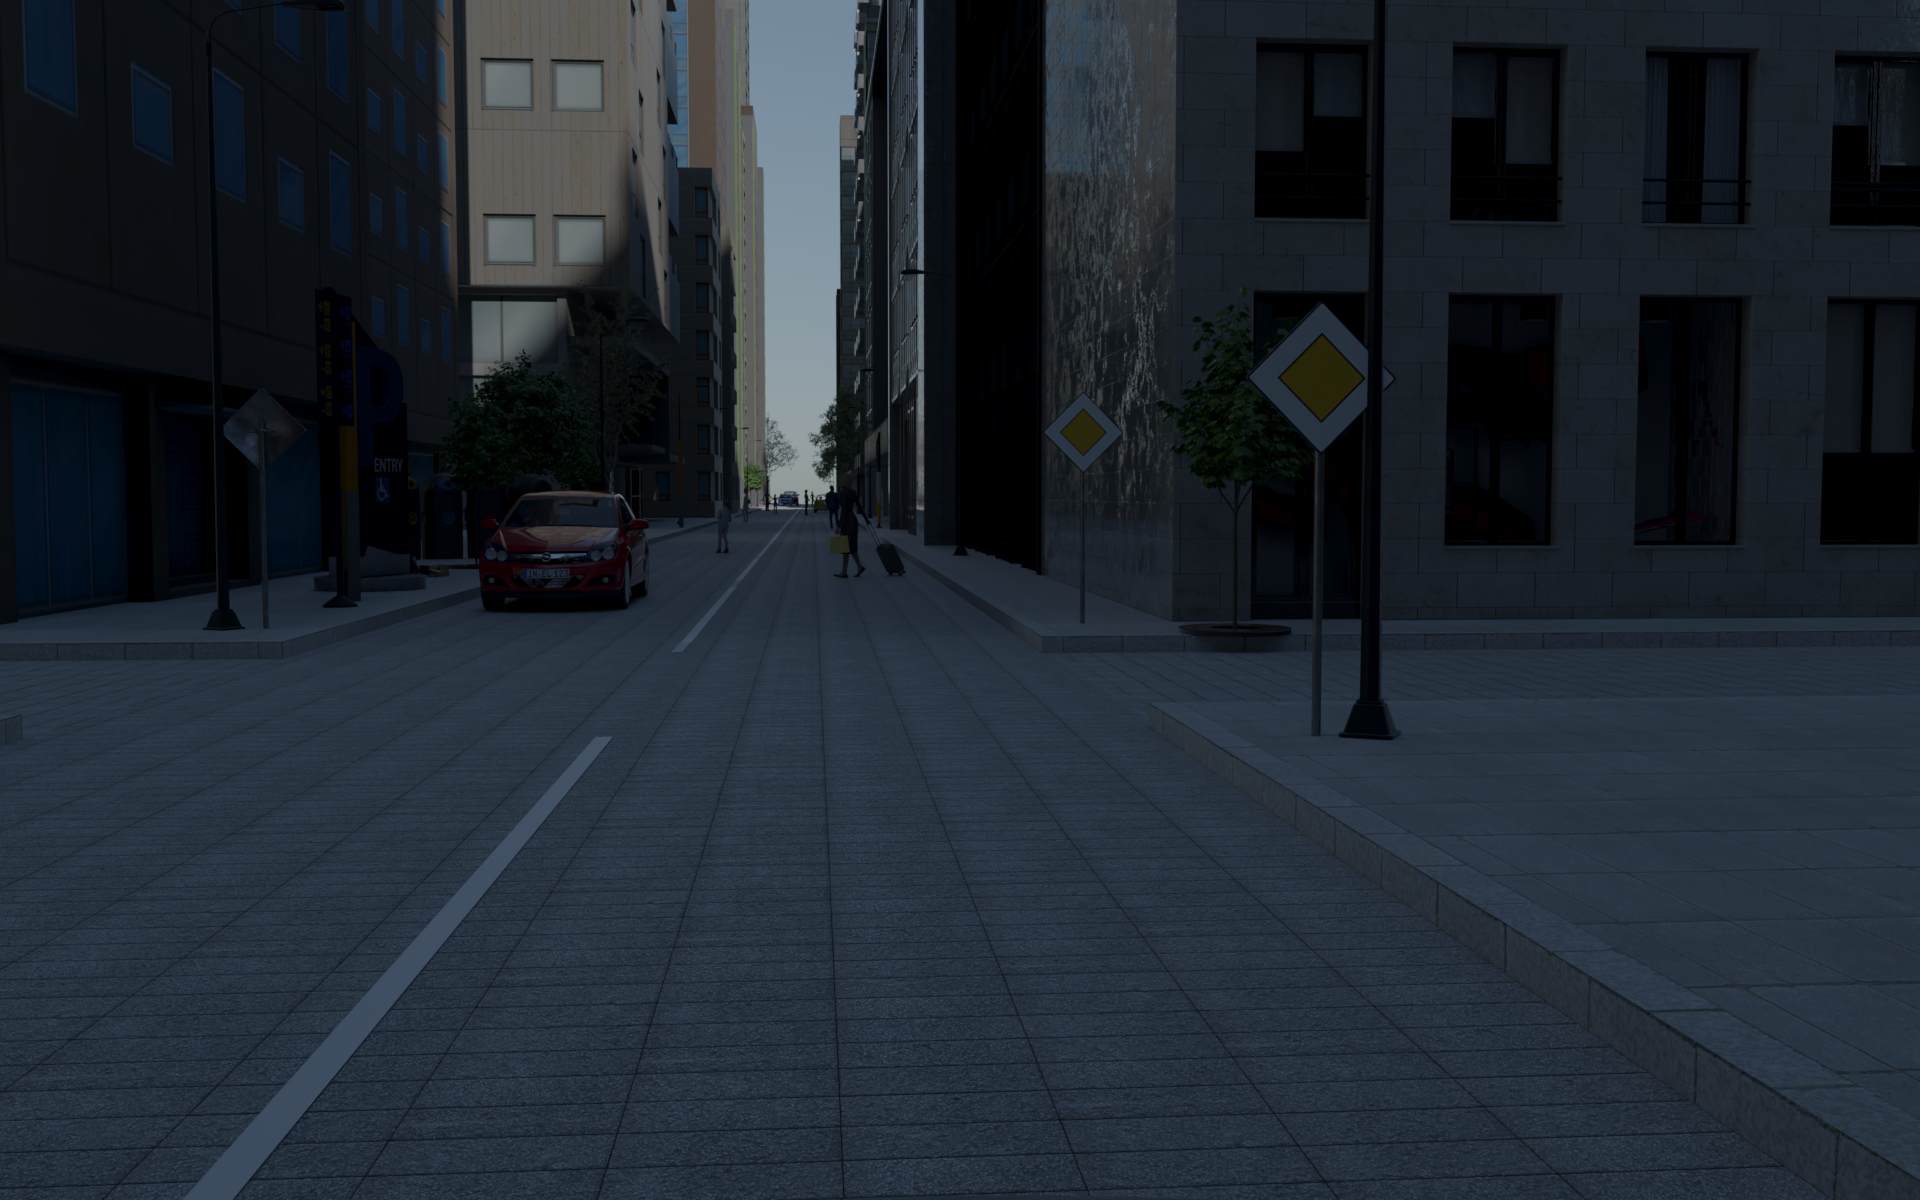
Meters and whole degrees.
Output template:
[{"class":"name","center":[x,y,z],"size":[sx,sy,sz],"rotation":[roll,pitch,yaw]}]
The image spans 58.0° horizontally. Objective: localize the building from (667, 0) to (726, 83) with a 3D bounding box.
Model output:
[{"class":"building","center":[-24.325,-29.132,126.413],"size":[14.600,45.320,14.200],"rotation":[0,4,-5]}]

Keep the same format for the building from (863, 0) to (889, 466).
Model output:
[{"class":"building","center":[3.250,-15.816,77.657],"size":[14.314,24.678,30.058],"rotation":[0,4,-5]}]

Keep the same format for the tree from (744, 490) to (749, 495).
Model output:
[{"class":"tree","center":[-21.872,-10.984,174.182],"size":[1.663,3.219,1.824],"rotation":[0,3,0]}]

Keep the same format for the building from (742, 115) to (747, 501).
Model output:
[{"class":"building","center":[-26.841,-28.841,155.149],"size":[14.154,41.232,14.086],"rotation":[0,4,-5]}]

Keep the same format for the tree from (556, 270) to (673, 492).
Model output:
[{"class":"tree","center":[-11.606,-6.554,57.523],"size":[4.360,8.622,3.978],"rotation":[0,3,0]}]

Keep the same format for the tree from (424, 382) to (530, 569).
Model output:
[{"class":"tree","center":[-8.333,-2.154,29.813],"size":[1.663,3.219,1.824],"rotation":[0,3,0]}]

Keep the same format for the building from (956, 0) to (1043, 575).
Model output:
[{"class":"building","center":[6.689,-12.560,35.036],"size":[12.332,23.373,15.834],"rotation":[0,4,-5]}]

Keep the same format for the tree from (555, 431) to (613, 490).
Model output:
[{"class":"tree","center":[-11.420,-3.482,51.524],"size":[1.663,3.219,1.824],"rotation":[0,3,0]}]

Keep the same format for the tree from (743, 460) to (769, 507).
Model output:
[{"class":"tree","center":[-20.017,-11.176,166.448],"size":[4.285,4.588,4.351],"rotation":[0,3,0]}]

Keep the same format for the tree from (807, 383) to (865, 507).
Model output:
[{"class":"tree","center":[-11.100,-15.967,178.062],"size":[9.611,12.733,9.660],"rotation":[0,3,0]}]

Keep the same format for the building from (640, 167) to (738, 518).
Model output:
[{"class":"building","center":[-28.115,-15.914,105.230],"size":[27.650,21.520,28.899],"rotation":[0,4,-5]}]

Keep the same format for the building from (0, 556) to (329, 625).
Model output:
[{"class":"building","center":[-16.448,-22.690,21.089],"size":[14.600,45.320,14.200],"rotation":[0,4,-5]}]

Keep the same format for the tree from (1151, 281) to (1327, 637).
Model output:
[{"class":"tree","center":[2.533,-1.296,15.795],"size":[1.663,3.219,1.824],"rotation":[0,3,0]}]

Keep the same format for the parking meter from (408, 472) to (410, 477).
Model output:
[{"class":"parking meter","center":[-12.778,-2.077,39.667],"size":[0.399,1.863,0.255],"rotation":[0,4,4]}]

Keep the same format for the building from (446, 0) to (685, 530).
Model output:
[{"class":"building","center":[-26.188,-29.540,72.214],"size":[28.713,52.752,27.495],"rotation":[0,4,-5]}]

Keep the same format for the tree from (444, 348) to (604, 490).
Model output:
[{"class":"tree","center":[-9.737,-3.377,38.923],"size":[4.285,4.588,4.351],"rotation":[0,3,0]}]

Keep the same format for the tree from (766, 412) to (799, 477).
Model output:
[{"class":"tree","center":[-28.055,-20.719,249.117],"size":[12.009,13.543,11.850],"rotation":[0,3,0]}]

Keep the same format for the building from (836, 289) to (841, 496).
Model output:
[{"class":"building","center":[-10.427,-28.878,243.850],"size":[14.160,30.474,14.107],"rotation":[0,4,-5]}]

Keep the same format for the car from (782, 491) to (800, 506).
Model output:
[{"class":"car","center":[-20.541,-12.296,209.709],"size":[2.281,1.827,5.304],"rotation":[0,4,-4]}]

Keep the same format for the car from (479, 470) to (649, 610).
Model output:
[{"class":"car","center":[-5.150,-0.844,22.846],"size":[2.155,1.783,4.494],"rotation":[0,4,-5]}]

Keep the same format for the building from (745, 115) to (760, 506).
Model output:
[{"class":"building","center":[-28.690,-30.433,181.169],"size":[14.154,41.232,14.086],"rotation":[0,4,-5]}]

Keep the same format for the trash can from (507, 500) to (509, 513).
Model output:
[{"class":"trash can","center":[-11.576,-1.934,43.272],"size":[0.748,1.137,0.748],"rotation":[0,3,0]}]

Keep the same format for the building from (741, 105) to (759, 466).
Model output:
[{"class":"building","center":[-29.900,-33.344,195.281],"size":[14.600,45.320,14.200],"rotation":[0,4,-5]}]

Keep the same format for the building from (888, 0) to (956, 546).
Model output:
[{"class":"building","center":[4.248,-14.353,52.700],"size":[12.078,24.808,19.932],"rotation":[0,4,-5]}]

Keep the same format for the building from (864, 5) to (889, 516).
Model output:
[{"class":"building","center":[1.046,-20.518,107.172],"size":[14.160,30.474,14.107],"rotation":[0,4,-5]}]

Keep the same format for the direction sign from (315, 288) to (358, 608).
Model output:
[{"class":"direction sign","center":[-7.045,-1.687,19.581],"size":[0.379,3.537,0.876],"rotation":[0,4,4]}]

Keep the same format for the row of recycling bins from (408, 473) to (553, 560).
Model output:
[{"class":"row of recycling bins","center":[-9.876,-1.674,34.476],"size":[3.534,1.692,1.069],"rotation":[-2,4,-34]}]

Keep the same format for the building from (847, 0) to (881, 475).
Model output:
[{"class":"building","center":[1.968,-32.626,153.039],"size":[23.786,49.044,30.456],"rotation":[0,4,-5]}]

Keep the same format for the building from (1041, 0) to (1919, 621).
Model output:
[{"class":"building","center":[10.071,-10.270,22.663],"size":[16.860,20.320,10.420],"rotation":[0,4,-5]}]

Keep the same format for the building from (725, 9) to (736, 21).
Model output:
[{"class":"building","center":[-25.434,-27.986,141.158],"size":[14.154,41.232,14.086],"rotation":[0,4,-5]}]

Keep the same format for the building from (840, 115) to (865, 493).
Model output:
[{"class":"building","center":[-6.169,-31.012,190.647],"size":[14.154,41.232,14.086],"rotation":[0,4,-5]}]

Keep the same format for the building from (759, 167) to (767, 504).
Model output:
[{"class":"building","center":[-30.848,-32.193,209.948],"size":[14.154,41.232,14.086],"rotation":[0,4,-5]}]

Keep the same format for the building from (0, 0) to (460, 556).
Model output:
[{"class":"building","center":[-21.506,-24.087,43.941],"size":[14.600,45.320,14.200],"rotation":[0,4,-5]}]

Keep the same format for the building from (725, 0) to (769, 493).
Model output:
[{"class":"building","center":[-35.516,-48.181,226.015],"size":[20.563,71.187,20.611],"rotation":[0,4,-5]}]

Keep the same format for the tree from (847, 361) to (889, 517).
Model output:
[{"class":"tree","center":[-4.284,-8.871,95.399],"size":[4.360,8.622,3.978],"rotation":[0,3,0]}]

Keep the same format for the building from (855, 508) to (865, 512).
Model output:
[{"class":"building","center":[8.560,-26.588,126.597],"size":[32.217,40.220,23.993],"rotation":[0,4,-5]}]
